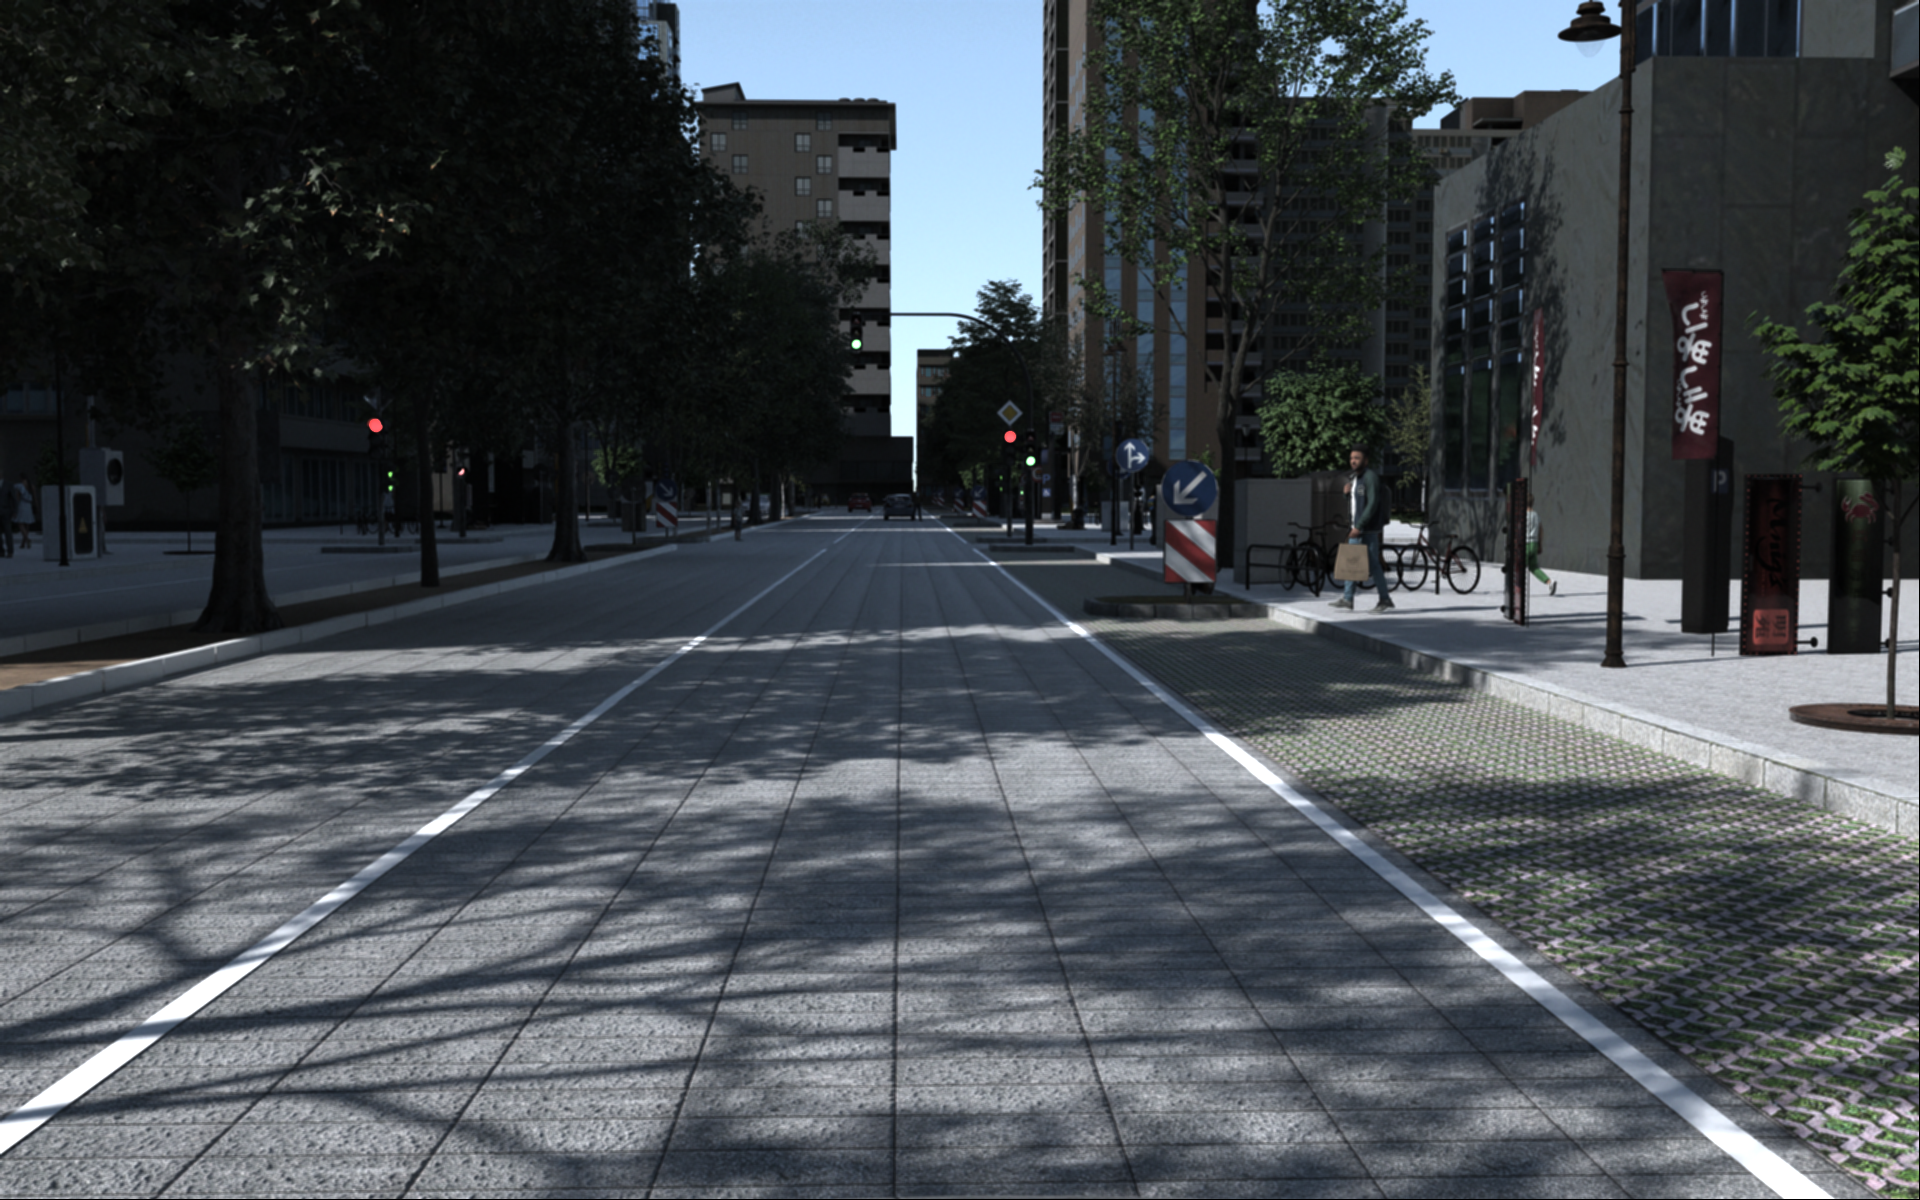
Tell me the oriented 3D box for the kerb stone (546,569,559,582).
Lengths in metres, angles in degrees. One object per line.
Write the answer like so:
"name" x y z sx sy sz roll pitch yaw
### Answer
"kerb stone" -6.781 -0.380 28.408 0.120 0.150 1.000 0 4 -2

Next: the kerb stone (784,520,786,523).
"kerb stone" -8.589 -3.736 83.296 0.120 0.150 1.000 0 4 -2

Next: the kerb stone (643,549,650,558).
"kerb stone" -7.116 -1.006 38.638 0.120 0.150 1.000 0 4 -2

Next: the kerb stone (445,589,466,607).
"kerb stone" -6.579 -0.004 22.270 0.120 0.150 1.000 0 4 -2

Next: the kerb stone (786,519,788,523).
"kerb stone" -8.614 -3.800 84.324 0.120 0.150 1.000 0 4 -2

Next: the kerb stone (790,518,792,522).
"kerb stone" -8.718 -3.988 87.395 0.120 0.150 1.000 0 4 -2

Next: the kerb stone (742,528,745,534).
"kerb stone" -7.873 -2.419 61.751 0.120 0.150 1.000 0 4 -2

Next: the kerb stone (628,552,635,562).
"kerb stone" -7.056 -0.881 36.595 0.120 0.150 1.000 0 4 -2

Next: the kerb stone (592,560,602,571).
"kerb stone" -6.913 -0.630 32.501 0.120 0.150 1.000 0 4 -2

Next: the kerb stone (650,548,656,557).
"kerb stone" -7.149 -1.068 39.660 0.120 0.150 1.000 0 4 -2

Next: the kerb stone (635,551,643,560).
"kerb stone" -7.083 -0.943 37.617 0.120 0.150 1.000 0 4 -2

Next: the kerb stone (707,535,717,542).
"kerb stone" -7.569 -1.852 52.528 0.120 0.150 1.000 0 4 -2

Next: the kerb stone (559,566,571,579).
"kerb stone" -6.809 -0.439 29.430 0.120 0.150 1.000 0 4 -2

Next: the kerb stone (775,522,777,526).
"kerb stone" -8.378 -3.361 77.149 0.120 0.150 1.000 0 4 -2

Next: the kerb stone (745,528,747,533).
"kerb stone" -7.912 -2.482 62.774 0.120 0.150 1.000 0 4 -2

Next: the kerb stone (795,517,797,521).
"kerb stone" -8.857 -4.238 91.489 0.120 0.150 1.000 0 4 -2

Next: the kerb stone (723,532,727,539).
"kerb stone" -7.674 -2.043 55.601 0.120 0.150 1.000 0 4 -2

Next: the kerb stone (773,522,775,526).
"kerb stone" -8.347 -3.299 76.126 0.120 0.150 1.000 0 4 -2

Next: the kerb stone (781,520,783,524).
"kerb stone" -8.521 -3.607 81.249 0.120 0.150 1.000 0 4 -2

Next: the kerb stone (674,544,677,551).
"kerb stone" -7.284 -1.319 43.766 0.120 0.150 1.000 0 4 -2

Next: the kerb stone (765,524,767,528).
"kerb stone" -8.216 -3.047 72.021 0.120 0.150 1.000 0 4 -2

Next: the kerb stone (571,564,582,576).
"kerb stone" -6.849 -0.505 30.451 0.120 0.150 1.000 0 4 -2

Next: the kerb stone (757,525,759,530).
"kerb stone" -8.078 -2.796 67.914 0.120 0.150 1.000 0 4 -2

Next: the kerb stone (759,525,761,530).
"kerb stone" -8.114 -2.858 68.956 0.120 0.150 1.000 0 4 -2

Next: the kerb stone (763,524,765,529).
"kerb stone" -8.183 -2.985 70.999 0.120 0.150 1.000 0 4 -2

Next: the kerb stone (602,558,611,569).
"kerb stone" -6.947 -0.693 33.522 0.120 0.150 1.000 0 4 -2

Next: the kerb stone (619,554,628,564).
"kerb stone" -7.020 -0.814 35.572 0.120 0.150 1.000 0 4 -2

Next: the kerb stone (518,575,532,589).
"kerb stone" -6.716 -0.255 26.363 0.120 0.150 1.000 0 4 -2

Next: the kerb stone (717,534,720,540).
"kerb stone" -7.605 -1.918 53.555 0.120 0.150 1.000 0 4 -2

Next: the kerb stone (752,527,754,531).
"kerb stone" -8.013 -2.670 65.853 0.120 0.150 1.000 0 4 -2

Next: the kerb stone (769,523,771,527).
"kerb stone" -8.281 -3.173 74.078 0.120 0.150 1.000 0 4 -2

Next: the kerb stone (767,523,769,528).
"kerb stone" -8.248 -3.103 73.046 0.120 0.150 1.000 0 4 -2

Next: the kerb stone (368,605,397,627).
"kerb stone" -6.474 0.189 19.197 0.120 0.150 1.000 0 4 -2

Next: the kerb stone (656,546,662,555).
"kerb stone" -7.183 -1.131 40.685 0.120 0.150 1.000 0 4 -2

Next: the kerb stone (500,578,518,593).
"kerb stone" -6.682 -0.192 25.342 0.120 0.150 1.000 0 4 -2

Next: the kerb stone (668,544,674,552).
"kerb stone" -7.254 -1.256 42.733 0.120 0.150 1.000 0 4 -2

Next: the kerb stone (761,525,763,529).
"kerb stone" -8.147 -2.918 69.977 0.120 0.150 1.000 0 4 -2

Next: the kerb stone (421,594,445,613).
"kerb stone" -6.547 0.058 21.249 0.120 0.150 1.000 0 4 -2

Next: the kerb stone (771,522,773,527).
"kerb stone" -8.319 -3.236 75.104 0.120 0.150 1.000 0 4 -2

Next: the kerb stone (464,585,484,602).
"kerb stone" -6.618 -0.067 23.291 0.120 0.150 1.000 0 4 -2

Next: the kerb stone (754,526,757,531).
"kerb stone" -8.050 -2.731 66.877 0.120 0.150 1.000 0 4 -2

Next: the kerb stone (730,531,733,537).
"kerb stone" -7.741 -2.168 57.650 0.120 0.150 1.000 0 4 -2

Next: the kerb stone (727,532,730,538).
"kerb stone" -7.703 -2.102 56.629 0.120 0.150 1.000 0 4 -2

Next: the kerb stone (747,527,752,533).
"kerb stone" -7.985 -2.607 64.826 0.120 0.150 1.000 0 4 -2

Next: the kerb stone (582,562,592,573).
"kerb stone" -6.886 -0.567 31.475 0.120 0.150 1.000 0 4 -2

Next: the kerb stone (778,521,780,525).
"kerb stone" -8.444 -3.487 79.205 0.120 0.150 1.000 0 4 -2

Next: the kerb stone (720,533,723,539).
"kerb stone" -7.646 -1.980 54.576 0.120 0.150 1.000 0 4 -2

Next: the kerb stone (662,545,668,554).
"kerb stone" -7.219 -1.194 41.712 0.120 0.150 1.000 0 4 -2

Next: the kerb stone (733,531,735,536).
"kerb stone" -7.779 -2.232 58.685 0.120 0.150 1.000 0 4 -2

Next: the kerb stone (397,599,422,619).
"kerb stone" -6.508 0.128 20.228 0.120 0.150 1.000 0 4 -2

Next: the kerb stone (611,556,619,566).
"kerb stone" -6.988 -0.754 34.543 0.120 0.150 1.000 0 4 -2

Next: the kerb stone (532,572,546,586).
"kerb stone" -6.753 -0.317 27.384 0.120 0.150 1.000 0 4 -2

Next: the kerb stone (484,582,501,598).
"kerb stone" -6.653 -0.129 24.313 0.120 0.150 1.000 0 4 -2
